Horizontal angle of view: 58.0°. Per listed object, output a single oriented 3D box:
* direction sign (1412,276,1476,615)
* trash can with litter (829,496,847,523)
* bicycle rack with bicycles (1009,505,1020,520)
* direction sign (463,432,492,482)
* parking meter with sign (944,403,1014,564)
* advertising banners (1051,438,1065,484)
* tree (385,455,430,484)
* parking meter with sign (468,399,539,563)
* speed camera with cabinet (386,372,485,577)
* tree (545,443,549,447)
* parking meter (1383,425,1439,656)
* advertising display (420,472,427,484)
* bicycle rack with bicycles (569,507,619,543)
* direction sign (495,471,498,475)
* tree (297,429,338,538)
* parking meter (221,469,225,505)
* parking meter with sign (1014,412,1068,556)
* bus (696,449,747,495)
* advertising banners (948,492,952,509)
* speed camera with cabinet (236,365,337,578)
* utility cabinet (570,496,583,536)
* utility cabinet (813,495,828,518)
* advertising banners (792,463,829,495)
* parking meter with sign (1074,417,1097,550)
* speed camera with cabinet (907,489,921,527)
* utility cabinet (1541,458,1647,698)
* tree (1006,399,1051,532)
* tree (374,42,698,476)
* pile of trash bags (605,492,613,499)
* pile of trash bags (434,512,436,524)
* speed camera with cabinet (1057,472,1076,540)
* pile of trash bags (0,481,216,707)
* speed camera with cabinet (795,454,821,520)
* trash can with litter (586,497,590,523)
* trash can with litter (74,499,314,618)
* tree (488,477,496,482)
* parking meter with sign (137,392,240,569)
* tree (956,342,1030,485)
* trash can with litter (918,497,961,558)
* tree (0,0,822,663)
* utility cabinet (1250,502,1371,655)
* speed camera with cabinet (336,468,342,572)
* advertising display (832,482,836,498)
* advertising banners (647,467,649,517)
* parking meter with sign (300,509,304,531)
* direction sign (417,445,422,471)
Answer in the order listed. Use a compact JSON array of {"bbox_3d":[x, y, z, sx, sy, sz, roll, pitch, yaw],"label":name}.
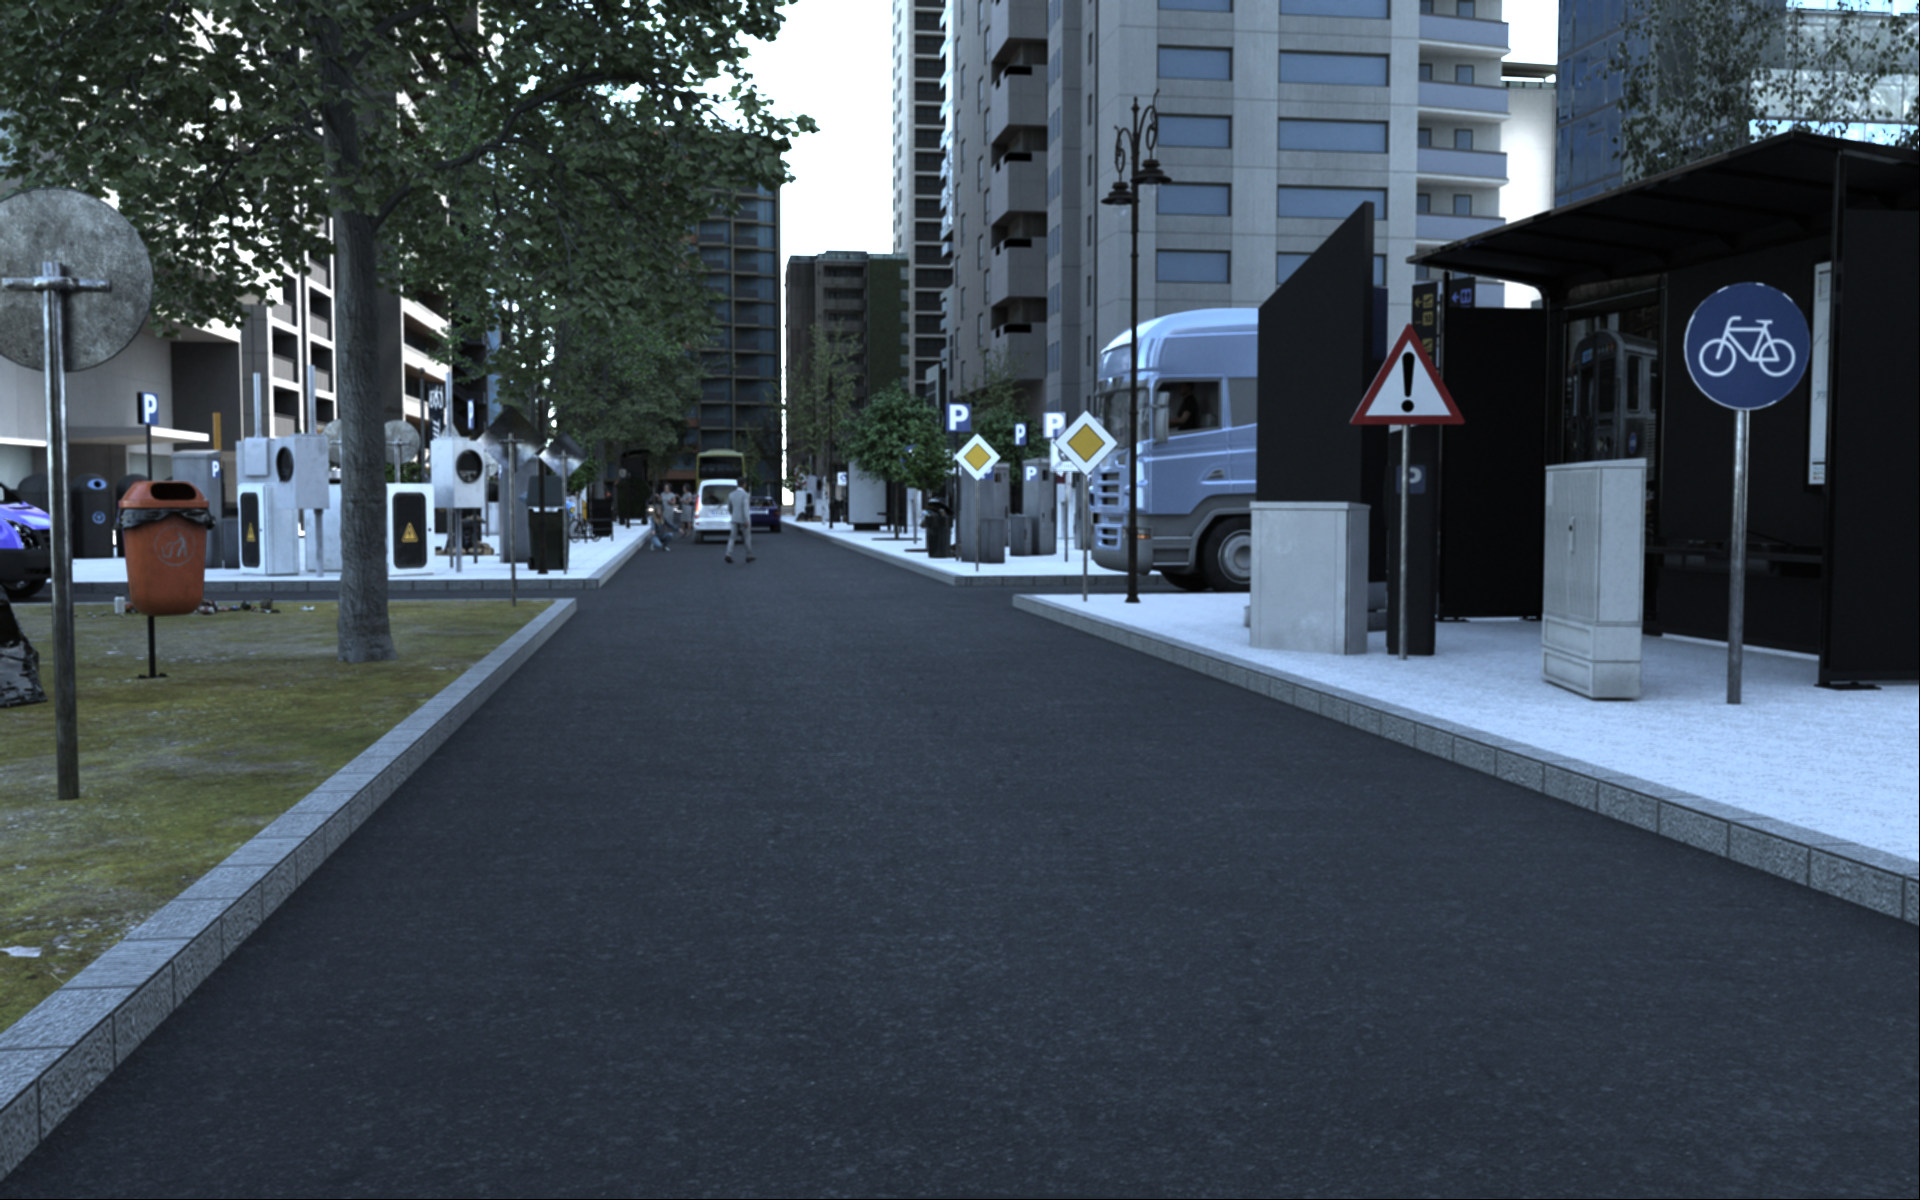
[{"bbox_3d":[5.129,-1.620,18.488,0.379,3.537,0.876,-2,4,-30],"label":"direction sign"},{"bbox_3d":[-5.385,-4.086,78.195,1.055,1.170,0.624,1,4,15],"label":"trash can with litter"},{"bbox_3d":[3.663,-4.033,79.319,2.925,0.926,2.852,0,4,0],"label":"bicycle rack with bicycles"},{"bbox_3d":[-17.754,-4.378,63.585,0.876,3.537,0.379,-1,4,-16],"label":"direction sign"},{"bbox_3d":[0.319,-2.222,32.591,0.543,3.016,1.738,-2,4,-26],"label":"parking meter with sign"},{"bbox_3d":[3.297,-3.016,45.501,2.074,3.025,0.090,-1,4,-18],"label":"advertising banners"},{"bbox_3d":[-16.882,-3.556,52.742,1.663,3.219,1.824,0,3,0],"label":"tree"},{"bbox_3d":[-8.230,-2.207,32.352,1.738,3.016,0.543,-2,4,-27],"label":"parking meter with sign"},{"bbox_3d":[-8.501,-2.029,27.517,0.660,3.252,2.038,2,4,32],"label":"speed camera with cabinet"},{"bbox_3d":[-23.827,-6.874,96.108,4.285,4.588,4.351,0,3,0],"label":"tree"},{"bbox_3d":[3.598,-0.497,13.844,0.399,1.863,0.255,1,4,22],"label":"parking meter"},{"bbox_3d":[-15.617,-2.768,50.471,0.123,1.923,0.974,-1,4,-12],"label":"advertising display"},{"bbox_3d":[-10.670,-2.014,46.315,2.852,0.926,2.925,1,4,12],"label":"bicycle rack with bicycles"},{"bbox_3d":[-19.464,-4.889,71.937,0.876,3.537,0.379,-1,4,-16],"label":"direction sign"},{"bbox_3d":[-19.582,-3.470,51.334,1.663,3.219,1.824,0,3,0],"label":"tree"},{"bbox_3d":[-14.565,-1.716,33.774,0.255,1.863,0.399,2,4,35],"label":"parking meter"},{"bbox_3d":[1.621,-2.448,36.283,0.543,3.016,1.738,2,4,30],"label":"parking meter with sign"},{"bbox_3d":[-13.057,-6.312,94.748,2.896,3.916,12.252,0,4,-8],"label":"bus"},{"bbox_3d":[0.185,-6.362,100.211,2.074,3.025,0.090,2,4,29],"label":"advertising banners"},{"bbox_3d":[-10.566,-1.997,26.991,2.038,3.252,0.660,3,5,44],"label":"speed camera with cabinet"},{"bbox_3d":[-12.096,-2.567,53.140,1.020,1.237,0.306,-3,4,-38],"label":"utility cabinet"},{"bbox_3d":[-7.706,-5.087,94.338,1.020,1.237,0.306,1,4,12],"label":"utility cabinet"},{"bbox_3d":[-8.483,-6.230,98.048,2.074,3.025,0.090,0,4,2],"label":"advertising banners"},{"bbox_3d":[2.953,-2.671,39.940,0.543,3.016,1.738,0,4,-8],"label":"parking meter with sign"},{"bbox_3d":[-1.939,-4.549,68.713,0.660,3.252,2.038,0,4,6],"label":"speed camera with cabinet"},{"bbox_3d":[4.085,-0.157,11.245,0.318,1.500,1.173,0,4,4],"label":"utility cabinet"},{"bbox_3d":[1.643,-4.650,59.737,4.285,4.588,4.351,0,3,0],"label":"tree"},{"bbox_3d":[-9.859,-7.013,40.419,9.928,11.665,9.643,0,3,0],"label":"tree"},{"bbox_3d":[-18.469,-4.530,83.825,3.447,1.369,1.912,1,4,10],"label":"pile of trash bags"},{"bbox_3d":[-12.856,-1.806,39.280,1.912,1.369,3.447,-2,4,-26],"label":"pile of trash bags"},{"bbox_3d":[2.997,-3.354,49.180,0.660,3.252,2.038,1,4,19],"label":"speed camera with cabinet"},{"bbox_3d":[-6.422,-0.069,10.885,1.912,1.369,3.447,3,5,42],"label":"pile of trash bags"},{"bbox_3d":[-7.443,-5.552,85.107,0.660,3.252,2.038,1,4,18],"label":"speed camera with cabinet"},{"bbox_3d":[-16.408,-3.931,75.662,0.624,1.170,1.055,0,4,5],"label":"trash can with litter"},{"bbox_3d":[-8.216,-0.470,18.745,2.233,1.210,1.678,0,4,-6],"label":"trash can with litter"},{"bbox_3d":[-20.684,-4.859,74.042,1.663,3.219,1.824,0,3,0],"label":"tree"},{"bbox_3d":[-13.139,-2.053,29.825,1.738,3.016,0.543,0,4,2],"label":"parking meter with sign"},{"bbox_3d":[1.566,-8.121,83.139,4.737,8.622,4.395,0,3,0],"label":"tree"},{"bbox_3d":[-0.307,-1.443,34.983,0.624,1.170,1.055,3,4,38],"label":"trash can with litter"},{"bbox_3d":[-5.047,-5.808,13.082,7.486,12.596,7.792,0,3,0],"label":"tree"},{"bbox_3d":[2.860,-0.186,14.208,0.306,1.237,1.020,-3,5,-40],"label":"utility cabinet"},{"bbox_3d":[-10.805,-2.095,28.596,2.038,3.252,0.660,0,4,-3],"label":"speed camera with cabinet"},{"bbox_3d":[-6.664,-5.295,91.793,0.123,1.923,0.974,0,3,0],"label":"advertising display"},{"bbox_3d":[-17.835,-6.283,98.909,0.090,3.025,2.074,-1,4,-11],"label":"advertising banners"},{"bbox_3d":[-23.285,-3.892,59.894,0.543,3.016,1.738,3,5,42],"label":"parking meter with sign"},{"bbox_3d":[-25.075,-5.411,80.461,0.379,3.537,0.876,-2,4,-30],"label":"direction sign"}]
